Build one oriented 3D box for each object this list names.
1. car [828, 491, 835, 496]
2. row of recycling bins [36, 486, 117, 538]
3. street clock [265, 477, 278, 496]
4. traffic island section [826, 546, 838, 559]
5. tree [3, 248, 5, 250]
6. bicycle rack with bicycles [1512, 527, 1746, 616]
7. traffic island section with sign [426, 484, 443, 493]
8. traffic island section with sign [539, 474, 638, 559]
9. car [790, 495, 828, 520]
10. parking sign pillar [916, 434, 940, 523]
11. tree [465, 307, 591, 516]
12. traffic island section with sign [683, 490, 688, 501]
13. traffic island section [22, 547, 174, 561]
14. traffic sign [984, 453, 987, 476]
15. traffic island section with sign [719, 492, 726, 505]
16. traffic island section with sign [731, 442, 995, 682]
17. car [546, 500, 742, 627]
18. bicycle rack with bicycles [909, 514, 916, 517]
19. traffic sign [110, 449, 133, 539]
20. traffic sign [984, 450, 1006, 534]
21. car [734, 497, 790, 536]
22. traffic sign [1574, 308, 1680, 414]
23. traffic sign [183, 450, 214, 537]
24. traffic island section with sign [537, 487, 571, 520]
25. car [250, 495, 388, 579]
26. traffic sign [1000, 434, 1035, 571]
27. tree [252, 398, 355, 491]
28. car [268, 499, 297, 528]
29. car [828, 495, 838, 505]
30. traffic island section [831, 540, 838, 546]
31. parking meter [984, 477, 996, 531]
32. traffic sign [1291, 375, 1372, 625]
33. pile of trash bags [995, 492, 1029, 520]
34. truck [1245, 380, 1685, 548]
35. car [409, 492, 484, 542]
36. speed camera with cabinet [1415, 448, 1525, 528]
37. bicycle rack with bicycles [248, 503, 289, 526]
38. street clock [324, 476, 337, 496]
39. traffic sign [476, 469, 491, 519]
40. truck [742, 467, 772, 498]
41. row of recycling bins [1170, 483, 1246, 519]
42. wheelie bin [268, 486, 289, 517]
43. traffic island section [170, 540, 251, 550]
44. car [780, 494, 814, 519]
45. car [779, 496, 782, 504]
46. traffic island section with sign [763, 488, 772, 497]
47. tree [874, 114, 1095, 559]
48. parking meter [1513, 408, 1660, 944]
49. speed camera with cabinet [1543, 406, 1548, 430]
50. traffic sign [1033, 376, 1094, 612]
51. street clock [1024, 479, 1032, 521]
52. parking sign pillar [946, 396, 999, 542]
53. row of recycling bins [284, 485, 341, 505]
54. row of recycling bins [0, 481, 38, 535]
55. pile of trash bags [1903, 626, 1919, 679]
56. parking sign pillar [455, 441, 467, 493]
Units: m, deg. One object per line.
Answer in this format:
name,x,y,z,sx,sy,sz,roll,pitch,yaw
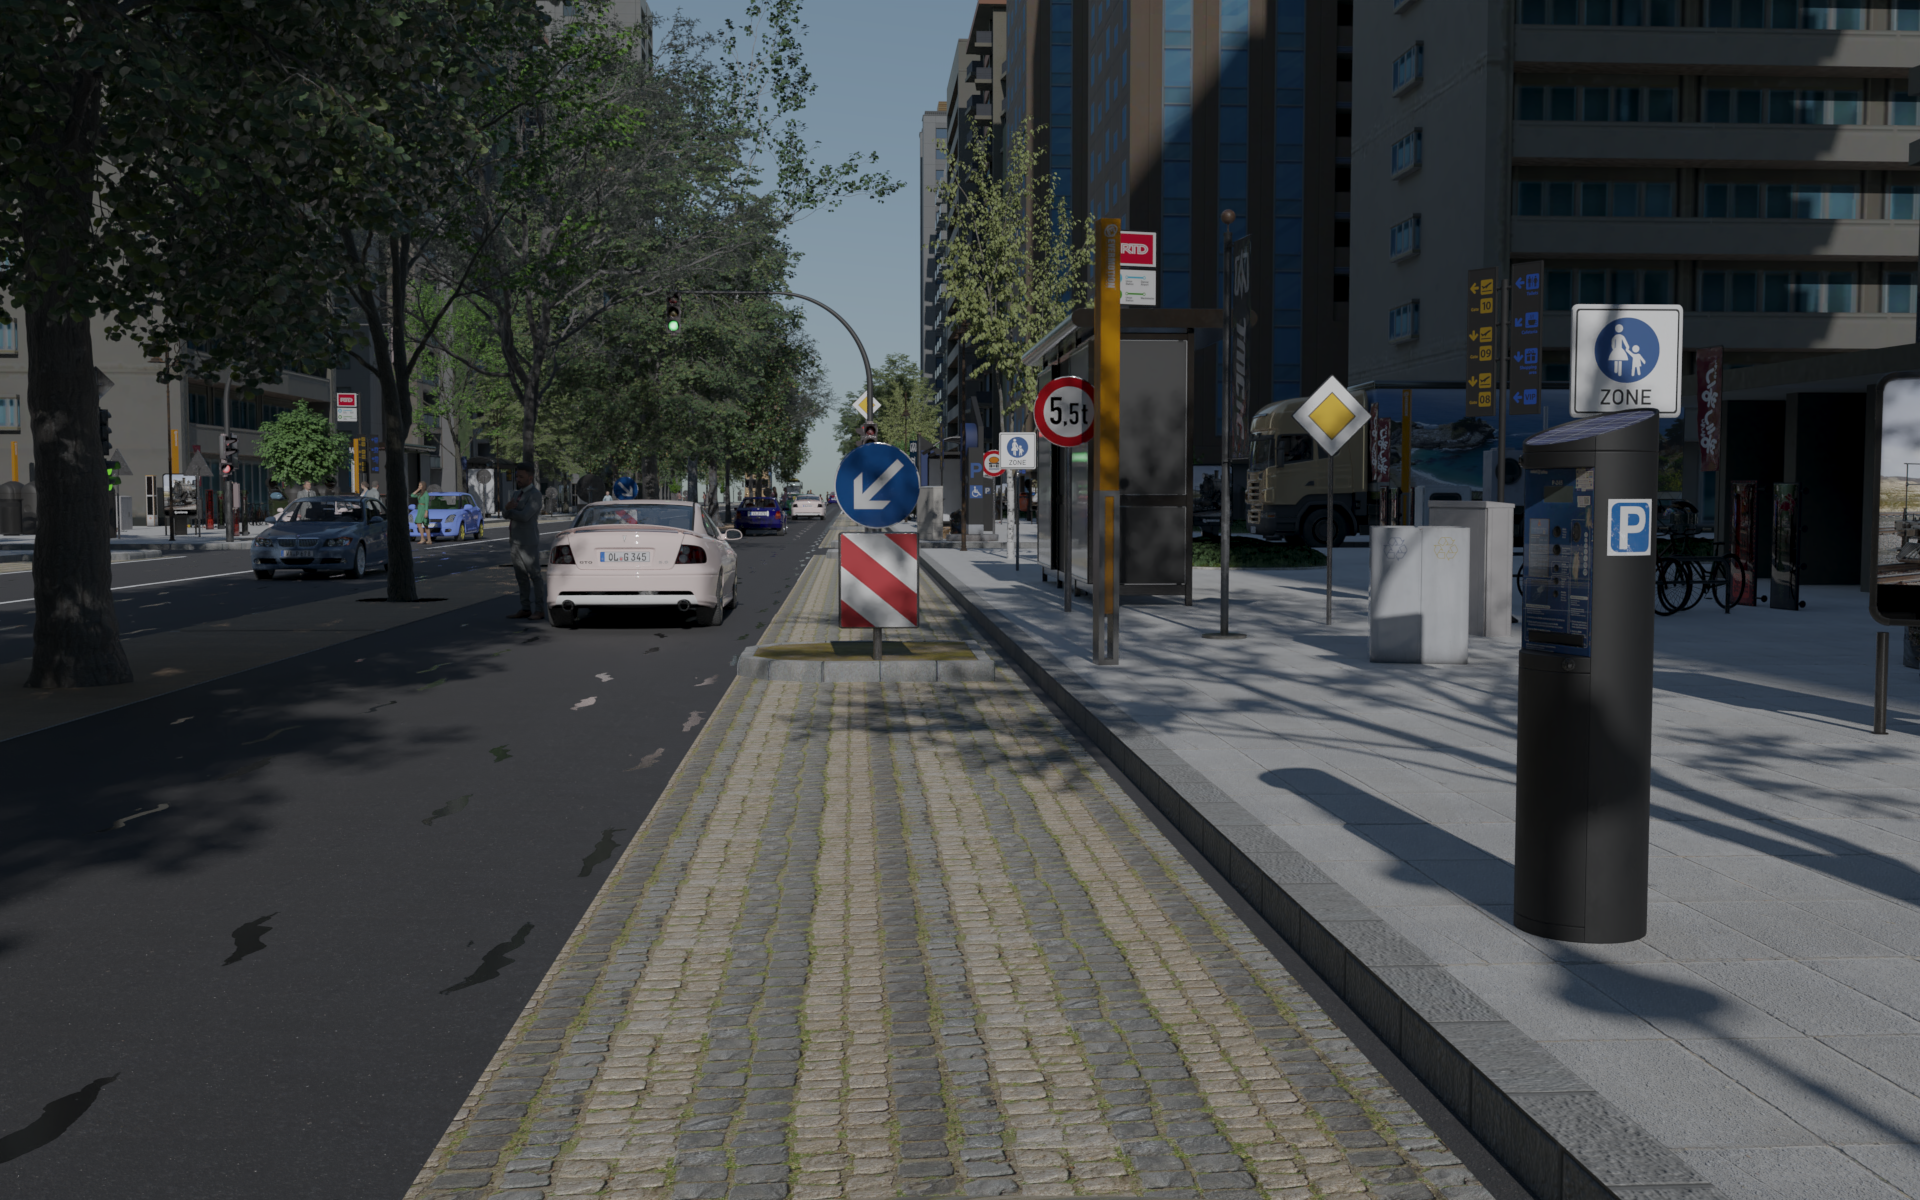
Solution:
car,-17.394,-14.364,243.526,2.281,1.827,5.304,0,4,-2
row of recycling bins,-25.909,-2.689,51.085,3.534,1.692,1.069,3,5,42
street clock,-29.582,-4.276,74.489,0.358,2.002,0.471,2,4,35
traffic island section,-2.011,-1.035,39.208,2.009,0.180,2.903,0,4,-4
tree,-20.171,-6.763,28.710,7.486,12.596,7.792,0,3,0
bicycle rack with bicycles,7.354,-0.350,19.103,2.925,0.926,2.852,-1,4,-13
traffic island section with sign,-20.861,-3.662,68.506,1.989,1.847,2.006,0,4,-4
traffic island section with sign,-8.426,-1.891,39.052,2.006,1.907,1.989,0,4,-4
car,-8.354,-5.093,95.627,2.083,1.381,4.827,0,4,-4
parking sign pillar,-1.239,-5.433,77.304,1.447,3.967,1.447,-1,4,-17
tree,-25.453,-11.260,102.235,7.486,12.596,7.792,0,3,0
traffic island section with sign,-27.321,-10.048,172.910,1.989,1.847,2.006,0,4,-4
traffic island section,-18.971,-0.972,38.167,2.009,0.180,2.903,0,4,-4
traffic sign,0.574,-3.204,52.484,0.768,2.556,0.104,0,4,4
traffic island section with sign,-30.750,-13.436,228.301,1.989,1.847,2.006,0,4,-4
traffic island section with sign,-0.783,-0.332,14.049,1.989,1.847,2.006,0,4,-4
car,-3.606,-0.473,20.102,2.083,1.381,4.827,0,4,-4
bicycle rack with bicycles,-2.743,-5.030,95.630,2.852,0.926,2.925,-1,4,-16
traffic sign,-24.022,-3.022,49.410,0.884,2.594,0.081,0,4,1
traffic sign,0.985,-3.066,50.238,0.768,2.556,0.104,0,4,1
car,-6.939,-2.927,60.429,1.945,1.354,3.894,0,4,-4
traffic sign,3.601,-0.448,9.448,0.606,2.300,0.079,0,4,-3
traffic sign,-22.560,-3.138,51.312,0.884,2.594,0.081,0,4,-3
traffic island section with sign,-22.523,-5.308,95.410,1.989,1.847,2.006,0,4,-4
car,-11.152,-1.149,30.785,2.014,1.417,4.499,0,4,-5
traffic sign,0.959,-1.636,28.876,0.606,2.300,0.079,0,4,6
tree,-22.412,-4.597,58.871,4.285,4.588,4.351,0,3,0
car,-19.687,-2.492,53.103,2.083,1.381,4.827,0,4,-4
car,-16.356,-12.998,225.100,1.945,1.354,3.894,0,4,-5
traffic island section,-2.505,-1.523,47.178,2.009,0.180,2.903,0,4,-4
parking meter,1.005,-3.305,59.744,0.399,1.863,0.255,1,4,23
traffic sign,3.609,-0.961,16.892,0.795,2.450,0.064,0,4,-3
pile of trash bags,1.832,-4.639,85.595,3.447,1.369,1.912,1,4,17
truck,12.361,-3.368,43.973,11.283,4.237,2.839,0,4,-3
car,-15.864,-2.672,53.275,1.945,1.707,3.694,0,4,-2
speed camera with cabinet,10.178,-2.462,34.583,2.038,3.252,0.660,0,4,-1
bicycle rack with bicycles,-27.994,-3.486,70.385,2.852,0.926,2.925,0,4,6
street clock,-25.423,-4.001,69.978,0.471,2.002,0.358,-1,4,-9
traffic sign,-24.148,-5.365,87.828,0.768,2.556,0.104,0,4,-2
truck,-20.026,-11.199,172.014,2.839,4.237,11.283,0,4,-5
row of recycling bins,9.354,-3.570,65.477,3.534,1.692,1.069,-2,4,-35
wheelie bin,-26.154,-3.581,66.451,0.693,1.594,0.980,-3,4,-36
traffic island section,-19.464,-1.459,46.137,2.009,0.180,2.903,0,4,-4
car,-9.526,-5.494,101.633,2.131,1.459,4.920,0,4,-3
car,-25.325,-14.626,251.720,1.945,1.354,3.894,0,4,-2
traffic island section with sign,-13.527,-6.930,121.440,2.006,1.907,1.989,0,4,-4
tree,1.162,-5.110,33.916,4.737,8.622,4.395,0,3,0
parking meter,1.830,0.204,5.073,0.372,1.533,0.369,0,3,0
speed camera with cabinet,13.880,-2.749,39.286,2.038,3.252,0.660,0,4,0
traffic sign,1.177,-1.143,18.797,0.768,2.556,0.104,0,4,1
street clock,3.291,-4.738,82.030,0.358,2.002,0.471,-3,5,-40
parking sign pillar,0.337,-3.594,47.239,1.447,3.967,1.447,-1,4,-9
row of recycling bins,-28.324,-4.213,76.000,1.069,1.692,3.534,1,4,14
row of recycling bins,-29.533,-2.919,54.841,3.534,1.692,1.069,1,4,12
pile of trash bags,7.903,-0.172,12.559,1.912,1.369,3.447,2,4,27
parking sign pillar,-25.629,-6.145,88.936,1.447,3.967,1.447,-1,4,-22
